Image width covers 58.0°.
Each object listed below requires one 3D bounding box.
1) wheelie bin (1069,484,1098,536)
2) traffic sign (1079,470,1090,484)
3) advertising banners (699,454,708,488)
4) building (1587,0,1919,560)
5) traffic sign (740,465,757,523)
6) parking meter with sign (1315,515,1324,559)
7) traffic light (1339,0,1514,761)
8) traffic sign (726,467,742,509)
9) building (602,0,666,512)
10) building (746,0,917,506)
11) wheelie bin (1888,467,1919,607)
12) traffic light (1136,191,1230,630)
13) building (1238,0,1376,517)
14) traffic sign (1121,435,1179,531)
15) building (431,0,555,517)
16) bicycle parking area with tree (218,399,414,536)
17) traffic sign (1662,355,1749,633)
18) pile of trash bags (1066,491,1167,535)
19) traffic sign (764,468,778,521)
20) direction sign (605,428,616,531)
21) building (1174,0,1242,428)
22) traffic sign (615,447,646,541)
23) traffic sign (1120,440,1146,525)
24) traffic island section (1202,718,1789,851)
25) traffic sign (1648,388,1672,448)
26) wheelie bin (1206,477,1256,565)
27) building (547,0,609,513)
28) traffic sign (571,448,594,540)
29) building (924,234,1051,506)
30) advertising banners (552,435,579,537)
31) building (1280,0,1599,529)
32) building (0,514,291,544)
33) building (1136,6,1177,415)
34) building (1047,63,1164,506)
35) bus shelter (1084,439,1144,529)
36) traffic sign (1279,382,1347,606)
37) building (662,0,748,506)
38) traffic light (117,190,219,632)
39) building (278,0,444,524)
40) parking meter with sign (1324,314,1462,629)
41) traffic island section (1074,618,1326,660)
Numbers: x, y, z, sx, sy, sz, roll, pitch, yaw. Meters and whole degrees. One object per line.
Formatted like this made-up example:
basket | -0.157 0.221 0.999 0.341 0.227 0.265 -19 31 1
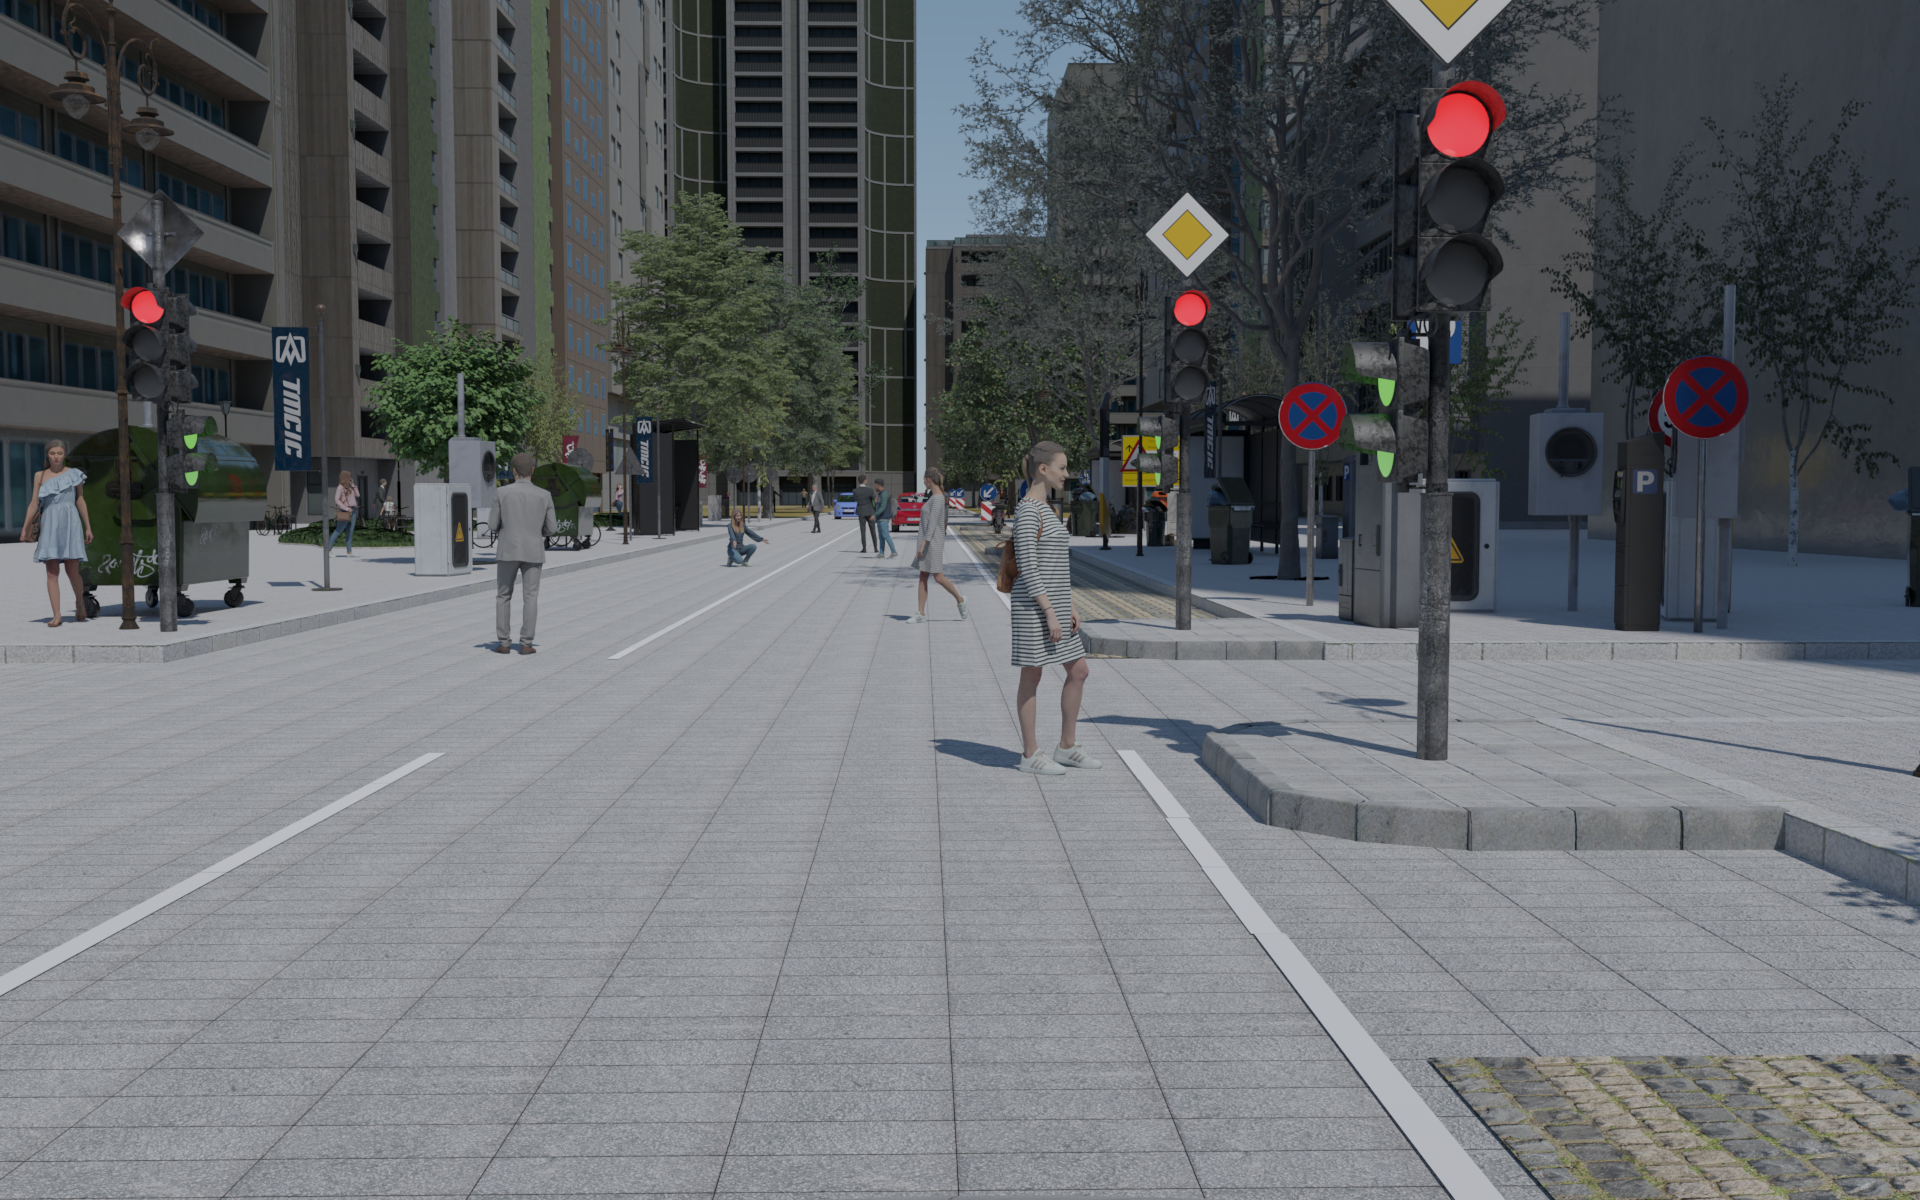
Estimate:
wheelie bin | 3.781 -2.751 52.884 0.693 1.594 0.980 -3 4 -38
traffic sign | 6.629 -5.555 90.930 0.768 2.556 0.104 0 4 7
advertising banners | -11.908 -4.831 75.170 2.074 3.025 0.090 -1 4 -17
building | 35.233 -14.387 39.739 34.151 26.468 19.350 0 4 -1
traffic sign | -9.232 -4.621 75.653 0.768 2.556 0.104 0 4 7
parking meter with sign | 7.955 -2.328 34.322 1.738 3.016 0.543 -1 4 -9
traffic light | 2.271 -1.184 8.284 0.839 4.253 0.868 0 4 -1
traffic sign | -10.786 -5.054 82.732 0.768 2.556 0.104 0 4 2
building | -38.468 -33.539 137.596 27.495 52.752 28.713 0 4 -1
building | -15.262 -46.436 197.480 20.611 71.187 20.563 0 4 -1
wheelie bin | 11.121 -0.724 19.749 0.980 1.594 0.693 2 4 25
traffic light | 2.093 -1.673 16.267 0.839 4.253 0.868 0 4 -1
building | 23.711 -25.662 103.172 14.154 41.232 14.086 0 4 -1
traffic sign | 6.710 -4.034 59.832 2.265 3.308 0.079 0 4 4
building | -31.496 -25.318 97.540 14.154 41.232 14.086 0 4 -1
bicycle parking area with tree | -19.608 -3.989 52.215 8.231 4.147 9.016 1 4 13
traffic sign | 6.843 -0.971 15.977 0.768 2.556 0.104 0 4 5
pile of trash bags | 5.201 -2.811 55.718 3.447 1.369 1.912 -2 4 -25
traffic sign | -9.144 -5.101 83.502 0.768 2.556 0.104 0 4 5
direction sign | -12.161 -4.171 60.195 0.379 3.537 0.876 -2 4 -28
building | 22.612 -28.603 117.777 14.600 45.320 14.200 0 4 -1
traffic sign | -9.042 -2.904 47.483 0.884 2.594 0.081 0 4 7
traffic sign | 4.267 -2.535 41.452 0.884 2.594 0.081 1 4 8
traffic island section | 2.311 0.849 8.399 2.009 0.180 2.903 0 4 -1
traffic sign | 8.235 -1.206 19.828 0.768 2.556 0.104 0 4 6
wheelie bin | 4.909 -1.452 31.643 0.980 1.594 0.693 -2 4 -35
building | -31.137 -28.237 111.778 14.600 45.320 14.200 0 4 -1
traffic sign | -10.506 -2.925 47.924 0.768 2.556 0.104 0 4 6
building | 2.990 -25.923 195.538 14.107 30.474 14.160 0 4 -1
advertising banners | -12.252 -3.371 51.311 2.074 3.025 0.090 -2 4 -32
building | 24.087 -15.775 76.985 14.314 24.678 30.058 0 4 -1
building | -34.496 -26.081 50.124 21.300 48.544 21.600 0 4 -1
building | 29.214 -33.618 138.888 28.713 52.752 27.495 0 4 -1
building | 20.761 -35.184 198.953 21.600 48.544 21.300 0 4 -1
bus shelter | 5.993 -4.416 66.131 2.014 3.302 5.546 0 4 -1
traffic sign | 4.013 -1.204 19.784 0.768 2.556 0.104 0 4 5
building | -35.839 -46.330 195.749 20.611 71.187 20.563 0 4 -1
traffic light | -7.365 -1.659 16.042 0.839 4.253 0.868 0 4 -1
building | -32.013 -18.645 76.542 14.160 30.474 14.107 0 4 -1
parking meter with sign | 4.175 -1.256 16.791 0.543 3.016 1.738 -1 4 -11
traffic island section | 2.134 0.361 16.382 2.009 0.180 2.903 0 4 -1
